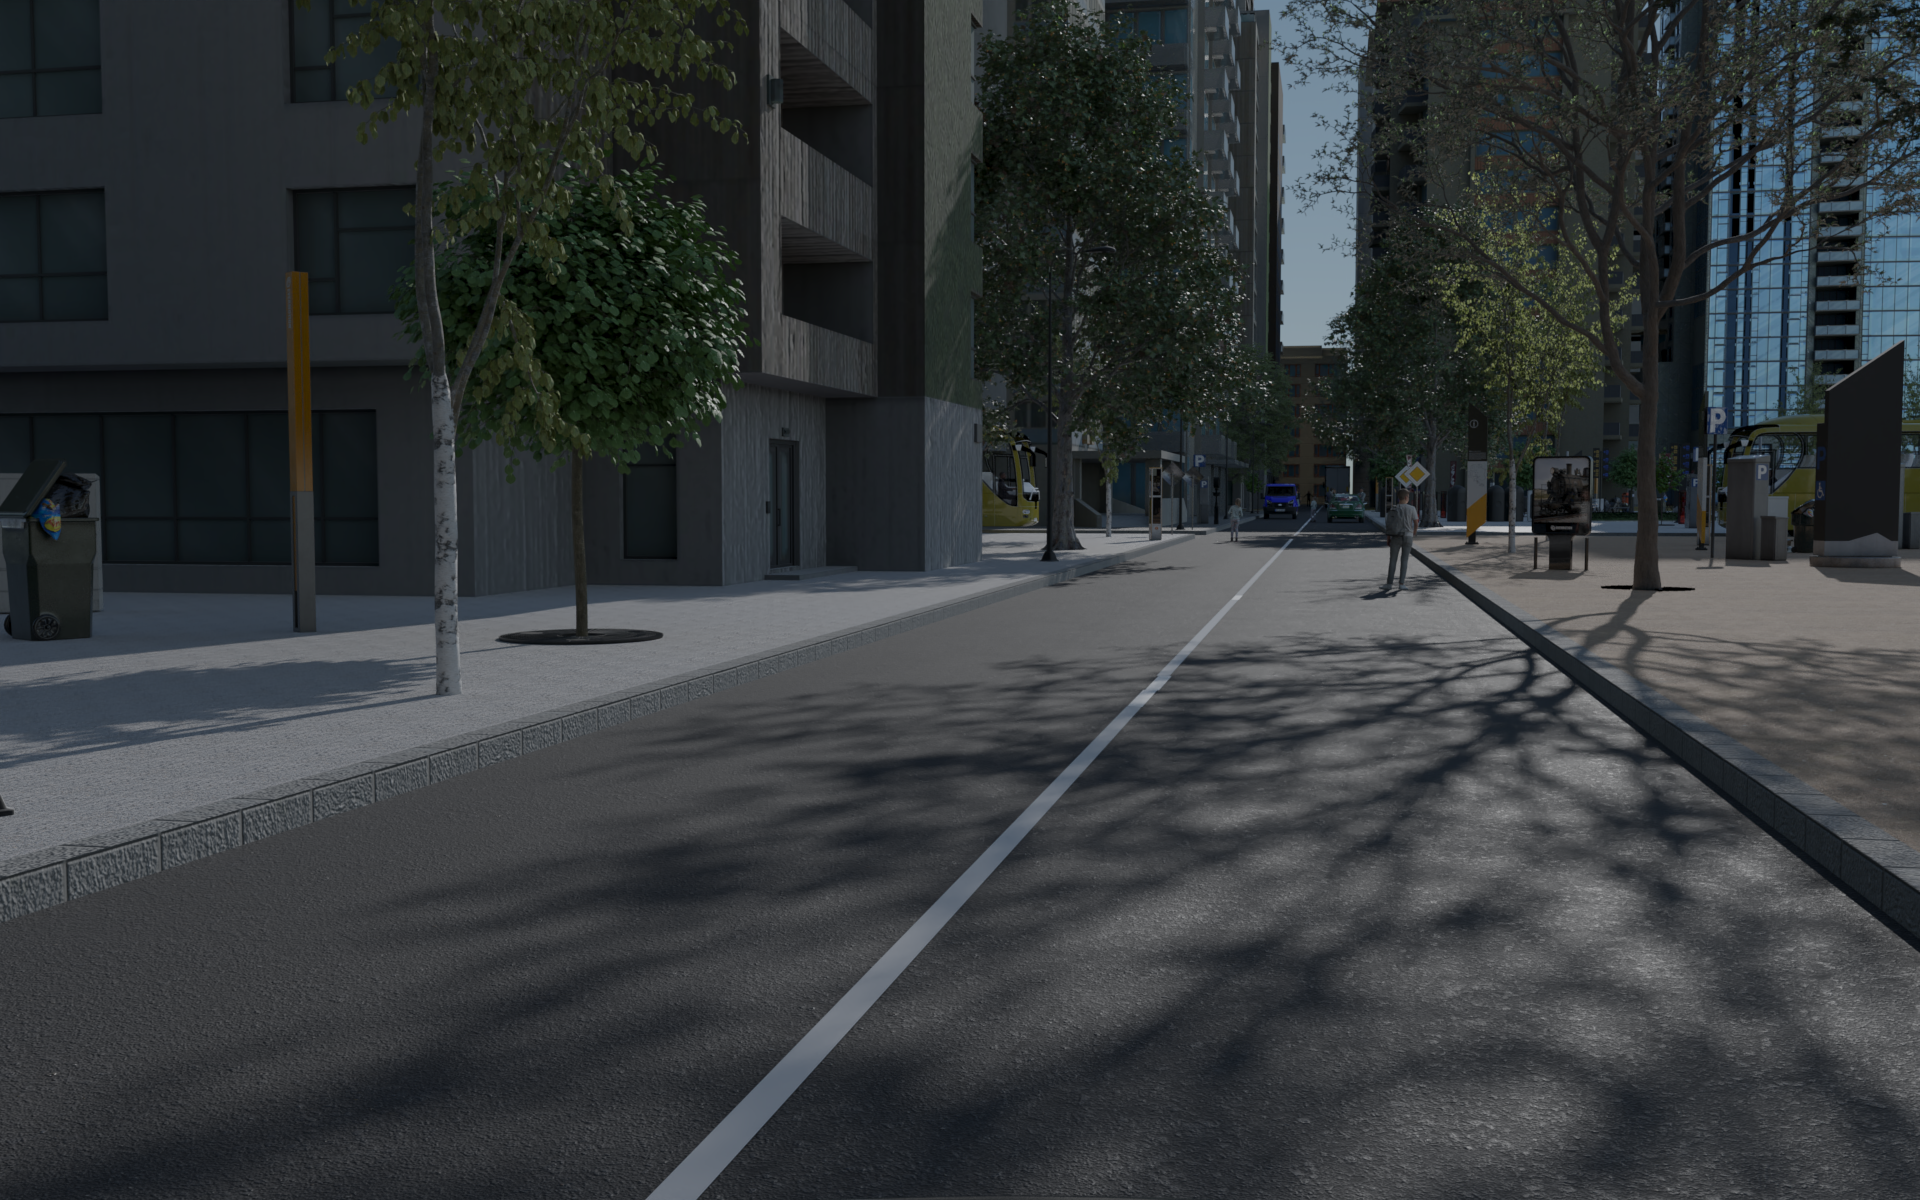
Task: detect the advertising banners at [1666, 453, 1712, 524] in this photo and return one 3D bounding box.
[{"bbox_3d":[30.826,-4.731,73.539,2.074,3.025,0.090,1,4,17],"label":"advertising banners"}]

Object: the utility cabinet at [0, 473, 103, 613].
[{"bbox_3d":[-9.924,-0.611,18.671,1.173,1.500,0.318,-1,4,-19],"label":"utility cabinet"}]

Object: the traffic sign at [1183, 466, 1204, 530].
[{"bbox_3d":[8.327,-3.568,61.975,0.795,2.450,0.064,1,4,12],"label":"traffic sign"}]

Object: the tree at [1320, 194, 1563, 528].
[{"bbox_3d":[18.082,-9.130,66.288,9.611,12.733,9.660,0,3,0],"label":"tree"}]

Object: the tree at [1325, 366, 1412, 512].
[{"bbox_3d":[29.897,-12.088,123.394,9.928,11.665,9.643,0,3,0],"label":"tree"}]

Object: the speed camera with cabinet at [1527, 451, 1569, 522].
[{"bbox_3d":[27.391,-5.257,80.285,2.038,3.252,0.660,1,4,20],"label":"speed camera with cabinet"}]

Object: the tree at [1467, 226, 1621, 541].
[{"bbox_3d":[16.237,-5.956,47.744,4.737,8.622,4.395,0,3,0],"label":"tree"}]

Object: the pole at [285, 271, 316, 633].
[{"bbox_3d":[-6.100,-1.357,16.023,0.158,3.312,0.155,0,3,0],"label":"pole"}]

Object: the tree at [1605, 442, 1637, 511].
[{"bbox_3d":[42.717,-7.719,109.921,4.285,4.588,4.351,0,3,0],"label":"tree"}]

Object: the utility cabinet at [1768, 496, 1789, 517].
[{"bbox_3d":[21.577,-2.136,46.080,1.020,1.237,0.306,-2,4,-30],"label":"utility cabinet"}]

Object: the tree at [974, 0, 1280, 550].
[{"bbox_3d":[2.507,-7.501,39.645,9.611,12.733,9.660,0,3,0],"label":"tree"}]

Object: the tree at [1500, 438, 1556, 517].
[{"bbox_3d":[31.658,-6.897,96.483,4.285,4.588,4.351,0,3,0],"label":"tree"}]

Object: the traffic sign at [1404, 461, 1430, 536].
[{"bbox_3d":[13.866,-2.994,52.595,0.795,2.450,0.064,1,4,12],"label":"traffic sign"}]

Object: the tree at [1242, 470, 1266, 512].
[{"bbox_3d":[21.173,-7.945,124.508,1.663,3.219,1.824,0,3,0],"label":"tree"}]

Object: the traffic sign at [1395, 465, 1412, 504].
[{"bbox_3d":[15.551,-3.471,60.401,0.795,2.450,0.064,1,4,12],"label":"traffic sign"}]

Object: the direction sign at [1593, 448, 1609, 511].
[{"bbox_3d":[31.482,-5.697,85.148,0.876,3.537,0.379,-1,4,-15],"label":"direction sign"}]

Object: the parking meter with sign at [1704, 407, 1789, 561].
[{"bbox_3d":[15.442,-2.306,33.957,0.543,3.016,1.738,-1,4,-23],"label":"parking meter with sign"}]

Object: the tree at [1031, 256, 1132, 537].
[{"bbox_3d":[4.226,-6.188,51.542,4.737,8.622,4.395,0,3,0],"label":"tree"}]

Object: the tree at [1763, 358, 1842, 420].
[{"bbox_3d":[46.083,-8.821,94.584,4.737,8.622,4.395,0,3,0],"label":"tree"}]

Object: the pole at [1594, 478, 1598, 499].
[{"bbox_3d":[42.485,-7.453,115.697,0.158,3.312,0.155,0,3,0],"label":"pole"}]

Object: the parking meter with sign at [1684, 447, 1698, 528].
[{"bbox_3d":[27.501,-4.193,64.819,0.543,3.016,1.738,1,4,11],"label":"parking meter with sign"}]

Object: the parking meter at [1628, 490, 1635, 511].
[{"bbox_3d":[44.209,-6.463,114.074,0.372,1.533,0.369,0,3,0],"label":"parking meter"}]

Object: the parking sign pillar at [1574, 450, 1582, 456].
[{"bbox_3d":[37.604,-7.235,106.762,1.447,3.967,1.447,0,4,-6],"label":"parking sign pillar"}]

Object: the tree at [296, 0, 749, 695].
[{"bbox_3d":[-3.044,-3.701,10.878,4.737,8.622,4.395,0,3,0],"label":"tree"}]

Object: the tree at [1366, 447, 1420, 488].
[{"bbox_3d":[25.172,-7.077,99.429,4.285,4.588,4.351,0,3,0],"label":"tree"}]

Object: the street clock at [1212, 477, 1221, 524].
[{"bbox_3d":[10.877,-4.213,73.448,0.358,2.002,0.471,1,4,15],"label":"street clock"}]

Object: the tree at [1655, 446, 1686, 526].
[{"bbox_3d":[28.602,-4.624,70.199,1.663,3.219,1.824,0,3,0],"label":"tree"}]

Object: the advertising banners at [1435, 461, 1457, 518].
[{"bbox_3d":[25.625,-5.846,91.775,0.090,3.025,2.074,-1,4,-22],"label":"advertising banners"}]

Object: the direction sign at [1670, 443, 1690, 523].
[{"bbox_3d":[31.916,-5.191,76.862,0.876,3.537,0.379,0,4,-2],"label":"direction sign"}]

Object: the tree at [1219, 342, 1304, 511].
[{"bbox_3d":[22.108,-12.943,129.750,7.486,12.596,7.792,0,3,0],"label":"tree"}]

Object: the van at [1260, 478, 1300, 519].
[{"bbox_3d":[18.621,-5.881,100.530,2.240,2.365,5.245,1,4,11],"label":"van"}]

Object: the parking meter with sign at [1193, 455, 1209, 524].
[{"bbox_3d":[10.597,-4.862,75.757,0.543,3.016,1.738,0,4,-1],"label":"parking meter with sign"}]

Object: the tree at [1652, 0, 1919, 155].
[{"bbox_3d":[5.193,-4.451,7.179,8.767,10.594,7.601,3,5,43],"label":"tree"}]

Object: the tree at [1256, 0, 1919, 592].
[{"bbox_3d":[9.051,-6.875,22.782,12.009,13.543,11.850,0,3,0],"label":"tree"}]

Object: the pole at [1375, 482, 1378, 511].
[{"bbox_3d":[31.099,-8.279,129.206,0.158,3.312,0.155,0,3,0],"label":"pole"}]

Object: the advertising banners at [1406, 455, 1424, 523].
[{"bbox_3d":[20.423,-4.964,77.357,0.090,3.025,2.074,3,5,44],"label":"advertising banners"}]

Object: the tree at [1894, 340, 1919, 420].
[{"bbox_3d":[45.360,-8.070,82.314,4.737,8.622,4.395,0,3,0],"label":"tree"}]

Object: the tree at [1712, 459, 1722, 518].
[{"bbox_3d":[41.365,-6.118,94.639,1.663,3.219,1.824,0,3,0],"label":"tree"}]

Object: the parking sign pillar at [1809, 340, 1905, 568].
[{"bbox_3d":[15.846,-2.574,30.554,1.447,3.967,1.447,0,4,1],"label":"parking sign pillar"}]

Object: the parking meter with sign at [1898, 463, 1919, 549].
[{"bbox_3d":[21.477,-2.680,40.078,1.738,3.016,0.543,-1,4,-22],"label":"parking meter with sign"}]

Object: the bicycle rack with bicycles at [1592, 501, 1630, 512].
[{"bbox_3d":[32.323,-4.531,87.456,2.925,0.926,2.852,-3,4,-37],"label":"bicycle rack with bicycles"}]

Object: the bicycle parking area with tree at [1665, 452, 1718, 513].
[{"bbox_3d":[51.863,-8.069,118.928,8.231,4.147,9.016,-1,4,-20],"label":"bicycle parking area with tree"}]

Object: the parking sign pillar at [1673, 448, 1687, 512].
[{"bbox_3d":[42.203,-6.911,101.464,1.447,3.967,1.447,1,4,10],"label":"parking sign pillar"}]

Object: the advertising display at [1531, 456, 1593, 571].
[{"bbox_3d":[10.171,-1.472,29.283,0.974,1.923,0.123,3,4,35],"label":"advertising display"}]

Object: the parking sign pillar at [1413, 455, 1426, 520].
[{"bbox_3d":[23.544,-6.079,87.869,1.447,3.967,1.447,-3,5,-43],"label":"parking sign pillar"}]

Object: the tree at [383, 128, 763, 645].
[{"bbox_3d":[-3.390,-1.936,15.366,4.285,4.588,4.351,0,3,0],"label":"tree"}]

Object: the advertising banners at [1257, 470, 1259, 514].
[{"bbox_3d":[19.360,-7.111,112.454,0.090,3.025,2.074,1,4,8],"label":"advertising banners"}]

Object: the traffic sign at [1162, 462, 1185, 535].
[{"bbox_3d":[6.642,-3.090,54.169,0.795,2.450,0.064,1,4,12],"label":"traffic sign"}]

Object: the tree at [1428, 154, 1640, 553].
[{"bbox_3d":[12.274,-5.332,37.545,4.360,8.622,3.978,0,3,0],"label":"tree"}]

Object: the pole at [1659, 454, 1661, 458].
[{"bbox_3d":[35.354,-5.722,87.397,0.158,3.312,0.155,0,3,0],"label":"pole"}]
